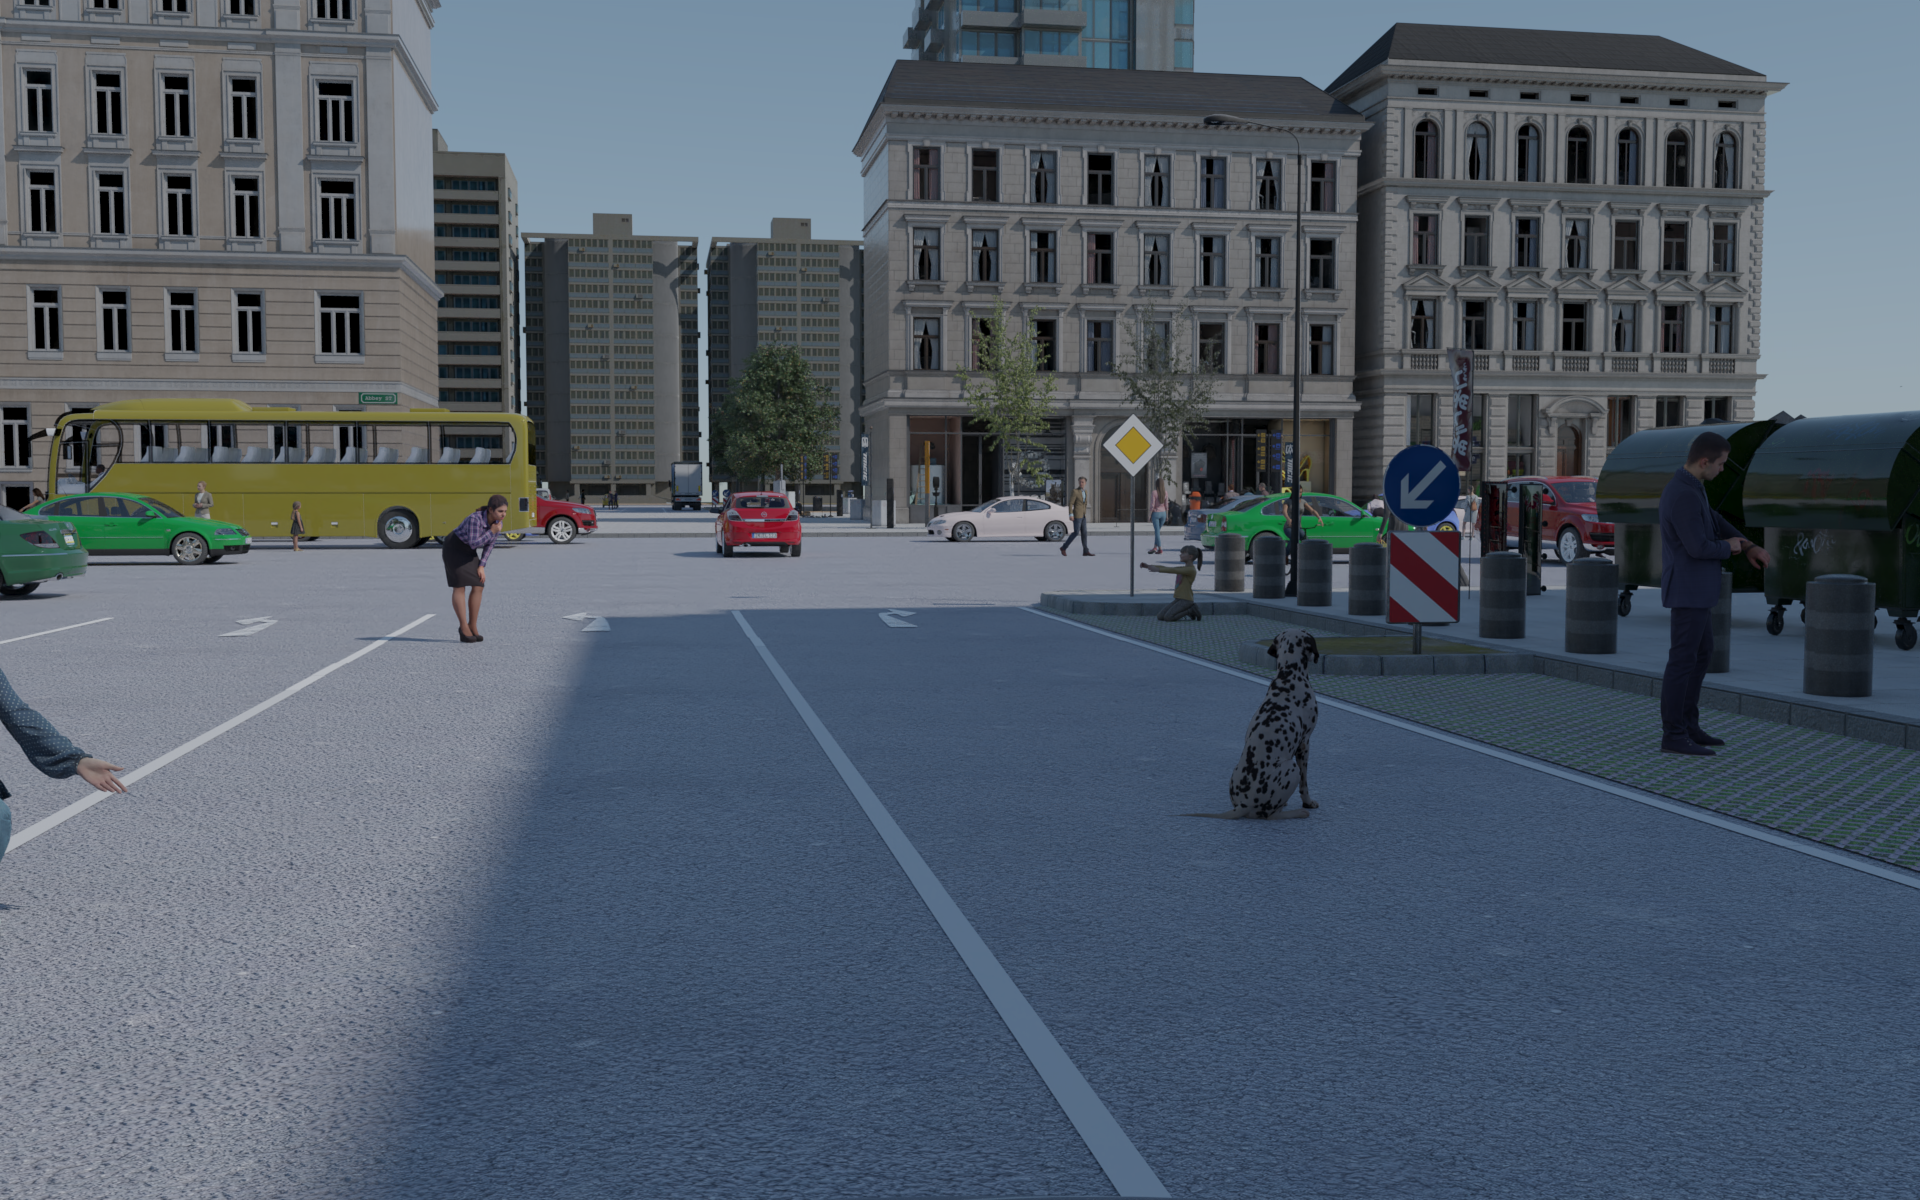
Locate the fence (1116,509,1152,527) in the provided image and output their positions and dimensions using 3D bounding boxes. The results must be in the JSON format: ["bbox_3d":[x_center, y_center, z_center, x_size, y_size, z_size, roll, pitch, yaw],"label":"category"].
[{"bbox_3d":[6.920,-3.194,67.603,2.069,0.683,0.278,-2,4,-30],"label":"fence"}]

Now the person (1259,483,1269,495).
[{"bbox_3d":[10.328,-3.087,59.105,0.434,1.807,0.598,3,5,40],"label":"person"}]

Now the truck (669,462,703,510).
[{"bbox_3d":[-24.469,-10.138,154.673,2.839,4.237,11.283,-1,4,-11],"label":"truck"}]

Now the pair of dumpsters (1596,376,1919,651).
[{"bbox_3d":[7.819,-0.838,16.189,1.574,2.255,4.437,-1,4,-10],"label":"pair of dumpsters"}]

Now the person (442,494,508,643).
[{"bbox_3d":[-4.641,-0.302,16.674,0.697,1.427,0.421,1,4,23],"label":"person"}]

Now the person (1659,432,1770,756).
[{"bbox_3d":[4.133,-0.034,9.511,0.568,1.767,0.683,1,4,19],"label":"person"}]

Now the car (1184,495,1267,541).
[{"bbox_3d":[7.981,-1.961,44.073,4.499,1.417,2.014,-1,4,-9],"label":"car"}]

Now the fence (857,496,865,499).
[{"bbox_3d":[-5.994,-5.808,106.166,0.480,1.192,2.264,-1,4,-21],"label":"fence"}]

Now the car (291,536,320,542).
[{"bbox_3d":[-21.282,-2.612,52.497,4.222,1.686,2.009,-1,4,-9],"label":"car"}]

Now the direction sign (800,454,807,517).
[{"bbox_3d":[-8.877,-6.494,98.177,0.379,3.537,0.876,1,4,17],"label":"direction sign"}]

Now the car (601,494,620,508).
[{"bbox_3d":[-37.600,-10.765,186.234,2.015,1.641,3.980,-1,4,-12],"label":"car"}]

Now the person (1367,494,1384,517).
[{"bbox_3d":[10.242,-1.883,42.481,0.628,1.438,0.799,-2,4,-27],"label":"person"}]

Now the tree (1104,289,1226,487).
[{"bbox_3d":[7.457,-6.895,63.099,4.360,8.622,3.978,0,3,0],"label":"tree"}]

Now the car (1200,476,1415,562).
[{"bbox_3d":[7.403,-1.663,35.991,4.718,1.807,1.959,-1,4,-8],"label":"car"}]

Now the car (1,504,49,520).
[{"bbox_3d":[-19.352,-1.232,32.150,4.499,1.417,2.014,-1,4,-11],"label":"car"}]

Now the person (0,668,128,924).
[{"bbox_3d":[-3.299,0.507,5.717,1.012,1.151,0.738,-1,4,-20],"label":"person"}]

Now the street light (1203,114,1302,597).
[{"bbox_3d":[3.659,-2.991,21.445,1.470,5.913,1.316,-1,4,-10],"label":"street light"}]

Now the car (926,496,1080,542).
[{"bbox_3d":[1.383,-2.449,52.402,4.827,1.381,2.083,-1,4,-11],"label":"car"}]

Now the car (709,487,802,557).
[{"bbox_3d":[-4.798,-1.946,40.854,2.155,1.783,4.494,-1,4,-11],"label":"car"}]

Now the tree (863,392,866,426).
[{"bbox_3d":[-3.335,-9.049,98.312,4.360,8.622,3.978,0,3,0],"label":"tree"}]

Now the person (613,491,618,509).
[{"bbox_3d":[-33.840,-9.829,169.648,0.568,1.767,0.683,1,4,8],"label":"person"}]

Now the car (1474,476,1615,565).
[{"bbox_3d":[12.676,-1.672,36.016,2.281,1.827,5.304,-1,4,-11],"label":"car"}]

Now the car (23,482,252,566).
[{"bbox_3d":[-16.950,-1.616,35.214,4.718,1.807,1.959,-1,4,-11],"label":"car"}]

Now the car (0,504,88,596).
[{"bbox_3d":[-14.590,-0.717,23.527,4.920,1.459,2.131,-1,4,-10],"label":"car"}]

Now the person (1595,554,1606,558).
[{"bbox_3d":[14.310,-1.732,39.034,0.614,1.554,0.590,-3,5,-45],"label":"person"}]

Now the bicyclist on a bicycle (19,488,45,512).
[{"bbox_3d":[-26.973,-2.478,50.530,1.625,1.676,1.499,-1,4,-10],"label":"bicyclist on a bicycle"}]

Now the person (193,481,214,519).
[{"bbox_3d":[-18.925,-2.091,43.229,0.519,1.759,0.362,1,4,11],"label":"person"}]

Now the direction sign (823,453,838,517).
[{"bbox_3d":[-7.163,-6.347,95.768,0.876,3.537,0.379,-2,4,-32],"label":"direction sign"}]

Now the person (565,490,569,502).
[{"bbox_3d":[-38.757,-9.930,170.865,0.705,1.823,1.348,-2,4,-23],"label":"person"}]

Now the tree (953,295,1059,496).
[{"bbox_3d":[1.880,-6.919,63.481,4.737,8.622,4.395,0,3,0],"label":"tree"}]

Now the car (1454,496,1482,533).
[{"bbox_3d":[17.067,-2.785,57.891,4.827,1.381,2.083,-1,4,-11],"label":"car"}]

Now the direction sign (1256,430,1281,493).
[{"bbox_3d":[10.858,-4.220,60.989,0.876,3.537,0.379,0,4,-3],"label":"direction sign"}]

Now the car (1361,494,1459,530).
[{"bbox_3d":[12.787,-2.537,51.073,3.694,1.707,1.945,-1,4,-10],"label":"car"}]

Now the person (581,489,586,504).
[{"bbox_3d":[-34.270,-9.146,157.665,0.705,1.869,1.348,0,4,-2],"label":"person"}]

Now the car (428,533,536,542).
[{"bbox_3d":[-14.656,-2.635,52.675,3.694,1.707,1.945,-1,4,-10],"label":"car"}]

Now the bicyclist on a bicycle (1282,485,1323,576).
[{"bbox_3d":[5.833,-1.214,29.872,1.499,1.676,1.625,-1,4,-11],"label":"bicyclist on a bicycle"}]

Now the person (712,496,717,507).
[{"bbox_3d":[-25.668,-10.509,181.240,0.530,1.710,0.541,-2,4,-35],"label":"person"}]

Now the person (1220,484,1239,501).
[{"bbox_3d":[7.941,-2.544,50.923,0.655,1.722,0.431,-1,4,-15],"label":"person"}]

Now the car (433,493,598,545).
[{"bbox_3d":[-13.104,-2.512,49.748,5.304,1.827,2.281,-1,4,-11],"label":"car"}]

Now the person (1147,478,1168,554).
[{"bbox_3d":[4.738,-2.002,41.246,0.555,1.821,0.388,-3,4,-38],"label":"person"}]

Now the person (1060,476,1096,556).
[{"bbox_3d":[2.707,-1.925,39.885,0.836,1.842,0.656,1,4,8],"label":"person"}]

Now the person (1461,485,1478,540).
[{"bbox_3d":[15.868,-2.711,53.822,0.512,1.701,0.522,-1,4,-18],"label":"person"}]

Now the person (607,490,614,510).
[{"bbox_3d":[-30.778,-8.776,152.520,0.617,1.759,0.750,0,4,-6],"label":"person"}]

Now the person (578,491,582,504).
[{"bbox_3d":[-37.410,-9.959,171.409,0.705,1.814,1.350,1,4,11],"label":"person"}]

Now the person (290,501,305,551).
[{"bbox_3d":[-16.564,-1.844,43.326,0.373,1.253,0.362,-2,4,-34],"label":"person"}]

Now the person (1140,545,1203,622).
[{"bbox_3d":[2.391,-0.184,19.440,0.695,0.859,0.347,-1,4,-13],"label":"person"}]

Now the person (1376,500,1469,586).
[{"bbox_3d":[6.650,-0.998,25.029,1.509,1.804,0.699,0,4,-4],"label":"person"}]
